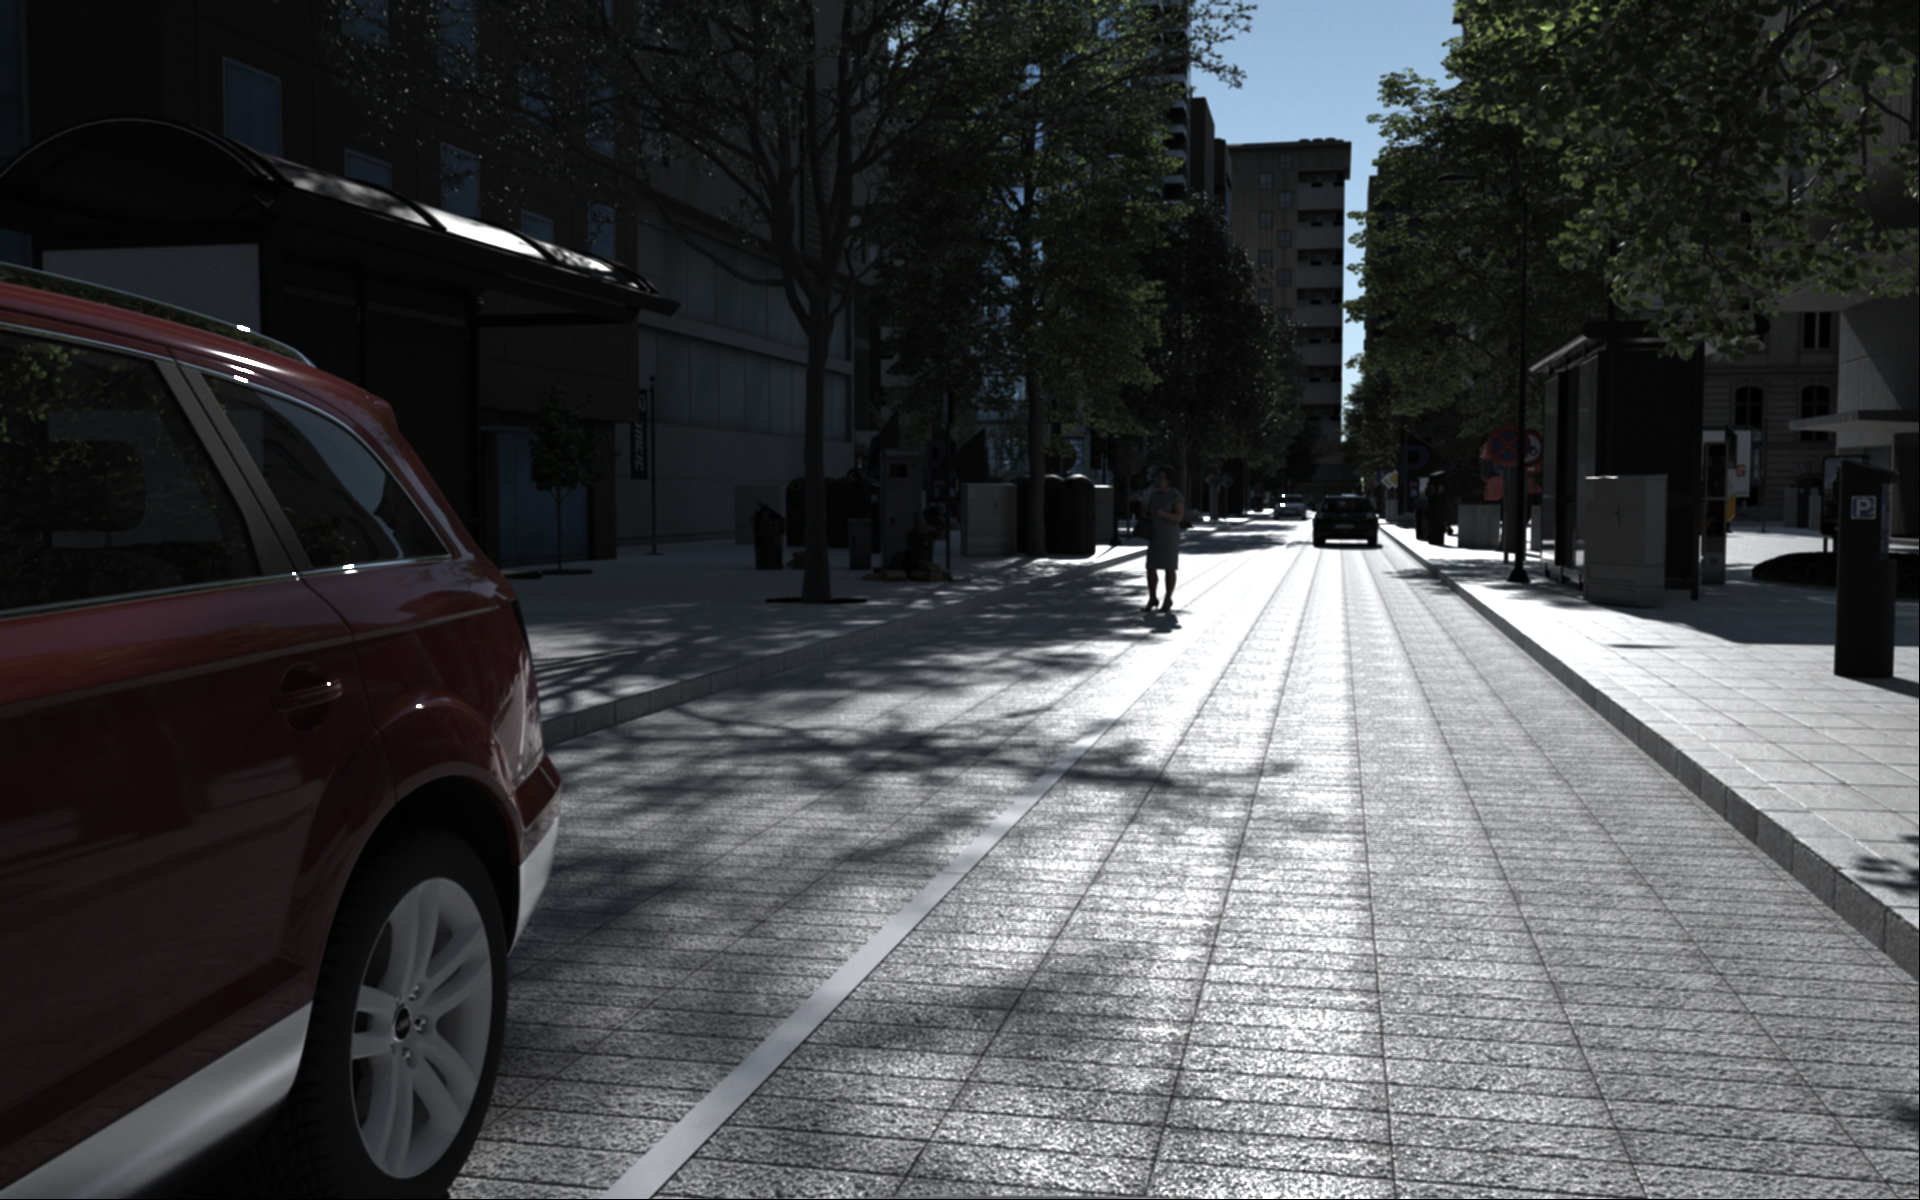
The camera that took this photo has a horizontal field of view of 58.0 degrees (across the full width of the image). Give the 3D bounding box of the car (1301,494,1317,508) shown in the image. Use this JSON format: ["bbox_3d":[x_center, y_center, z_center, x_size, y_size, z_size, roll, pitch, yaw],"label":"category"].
[{"bbox_3d":[36.743,-10.589,183.350,2.015,1.641,3.980,1,4,13],"label":"car"}]

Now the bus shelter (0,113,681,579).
[{"bbox_3d":[-3.894,-1.103,11.957,2.014,3.302,5.546,1,4,12],"label":"bus shelter"}]

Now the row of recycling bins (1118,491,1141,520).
[{"bbox_3d":[7.796,-4.839,86.222,3.534,1.692,1.069,1,4,19],"label":"row of recycling bins"}]

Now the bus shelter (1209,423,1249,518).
[{"bbox_3d":[15.228,-7.350,97.810,2.179,5.291,8.768,1,4,12],"label":"bus shelter"}]

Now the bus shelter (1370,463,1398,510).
[{"bbox_3d":[28.449,-7.446,115.659,2.014,3.302,5.546,1,4,12],"label":"bus shelter"}]

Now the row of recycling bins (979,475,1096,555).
[{"bbox_3d":[1.644,-1.889,37.994,1.069,1.692,3.534,-3,5,-40],"label":"row of recycling bins"}]

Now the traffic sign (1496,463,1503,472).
[{"bbox_3d":[13.781,-2.645,43.349,0.768,2.556,0.104,1,4,20],"label":"traffic sign"}]

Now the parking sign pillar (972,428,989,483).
[{"bbox_3d":[0.555,-5.051,71.062,1.447,3.967,1.447,3,4,36],"label":"parking sign pillar"}]

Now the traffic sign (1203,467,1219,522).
[{"bbox_3d":[11.592,-4.890,80.050,0.768,2.556,0.104,1,4,19],"label":"traffic sign"}]

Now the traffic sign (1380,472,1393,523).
[{"bbox_3d":[19.275,-4.535,77.792,0.795,2.450,0.064,1,4,12],"label":"traffic sign"}]

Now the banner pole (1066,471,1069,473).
[{"bbox_3d":[6.206,-6.720,99.885,0.401,3.779,0.863,0,4,-8],"label":"banner pole"}]

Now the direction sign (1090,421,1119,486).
[{"bbox_3d":[4.494,-3.788,53.925,0.876,3.537,0.379,0,4,-2],"label":"direction sign"}]

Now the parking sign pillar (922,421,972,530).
[{"bbox_3d":[-0.663,-4.480,61.722,1.447,3.967,1.447,-3,4,-37],"label":"parking sign pillar"}]

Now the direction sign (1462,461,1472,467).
[{"bbox_3d":[34.959,-7.804,119.594,0.379,3.537,0.876,-2,4,-33],"label":"direction sign"}]

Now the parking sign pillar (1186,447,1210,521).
[{"bbox_3d":[10.814,-5.710,81.823,1.447,3.967,1.447,-3,5,-43],"label":"parking sign pillar"}]

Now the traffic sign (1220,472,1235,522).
[{"bbox_3d":[12.201,-4.630,79.348,0.795,2.450,0.064,1,4,12],"label":"traffic sign"}]

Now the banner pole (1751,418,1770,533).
[{"bbox_3d":[26.381,-4.105,57.131,0.401,3.779,0.863,-1,4,-17],"label":"banner pole"}]

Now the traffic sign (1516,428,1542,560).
[{"bbox_3d":[10.978,-2.052,33.649,0.768,2.556,0.104,1,4,15],"label":"traffic sign"}]

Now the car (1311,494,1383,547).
[{"bbox_3d":[10.854,-2.377,48.653,2.009,1.686,4.222,1,4,14],"label":"car"}]

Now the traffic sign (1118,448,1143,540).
[{"bbox_3d":[4.679,-2.937,48.121,0.768,2.556,0.104,1,4,13],"label":"traffic sign"}]

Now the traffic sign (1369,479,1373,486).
[{"bbox_3d":[28.761,-7.342,120.145,0.768,2.556,0.104,1,4,21],"label":"traffic sign"}]

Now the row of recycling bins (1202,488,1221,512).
[{"bbox_3d":[17.619,-7.029,122.039,1.069,1.692,3.534,-3,5,-45],"label":"row of recycling bins"}]

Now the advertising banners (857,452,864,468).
[{"bbox_3d":[-4.512,-4.587,71.180,0.090,3.025,2.074,2,4,29],"label":"advertising banners"}]

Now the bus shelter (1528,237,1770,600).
[{"bbox_3d":[9.491,-2.896,24.984,2.179,5.291,8.768,1,4,12],"label":"bus shelter"}]

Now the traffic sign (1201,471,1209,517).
[{"bbox_3d":[13.693,-6.008,98.231,0.884,2.594,0.081,1,4,17],"label":"traffic sign"}]

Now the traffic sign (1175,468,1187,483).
[{"bbox_3d":[10.006,-4.869,79.615,0.884,2.594,0.081,1,4,16],"label":"traffic sign"}]

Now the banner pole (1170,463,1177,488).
[{"bbox_3d":[10.013,-5.530,80.432,0.863,3.779,0.401,1,4,12],"label":"banner pole"}]

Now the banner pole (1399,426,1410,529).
[{"bbox_3d":[16.439,-4.520,63.920,0.401,3.779,0.863,1,4,13],"label":"banner pole"}]

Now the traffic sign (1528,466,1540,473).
[{"bbox_3d":[14.348,-2.707,44.264,0.884,2.594,0.081,1,4,20],"label":"traffic sign"}]

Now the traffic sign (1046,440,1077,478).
[{"bbox_3d":[2.376,-2.494,40.889,0.768,2.556,0.104,1,4,21],"label":"traffic sign"}]

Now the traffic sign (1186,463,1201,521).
[{"bbox_3d":[9.566,-4.404,72.003,0.884,2.594,0.081,1,4,20],"label":"traffic sign"}]

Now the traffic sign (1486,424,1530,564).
[{"bbox_3d":[10.031,-1.935,31.738,0.768,2.556,0.104,1,4,16],"label":"traffic sign"}]

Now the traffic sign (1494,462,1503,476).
[{"bbox_3d":[15.787,-3.052,50.013,0.768,2.556,0.104,1,4,13],"label":"traffic sign"}]

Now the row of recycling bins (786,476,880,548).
[{"bbox_3d":[-3.009,-2.118,41.747,1.069,1.692,3.534,-3,4,-39],"label":"row of recycling bins"}]

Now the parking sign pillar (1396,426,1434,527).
[{"bbox_3d":[17.832,-4.852,67.801,1.447,3.967,1.447,1,4,23],"label":"parking sign pillar"}]

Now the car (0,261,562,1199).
[{"bbox_3d":[-2.293,0.402,2.096,2.281,1.827,5.304,1,4,10],"label":"car"}]

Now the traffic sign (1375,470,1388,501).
[{"bbox_3d":[22.575,-5.651,92.504,0.768,2.556,0.104,1,4,19],"label":"traffic sign"}]

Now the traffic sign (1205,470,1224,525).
[{"bbox_3d":[10.501,-4.153,71.545,0.795,2.450,0.064,1,4,12],"label":"traffic sign"}]

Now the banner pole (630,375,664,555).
[{"bbox_3d":[-6.624,-2.838,36.417,0.401,3.779,0.863,3,5,39],"label":"banner pole"}]

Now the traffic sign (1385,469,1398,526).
[{"bbox_3d":[17.576,-4.058,69.989,0.795,2.450,0.064,1,4,12],"label":"traffic sign"}]

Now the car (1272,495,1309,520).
[{"bbox_3d":[18.282,-5.127,95.829,2.014,1.417,4.499,1,4,12],"label":"car"}]

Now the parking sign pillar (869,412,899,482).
[{"bbox_3d":[-2.461,-4.137,56.116,1.447,3.967,1.447,2,4,26],"label":"parking sign pillar"}]

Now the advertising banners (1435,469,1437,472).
[{"bbox_3d":[33.838,-7.820,124.047,0.090,3.025,2.074,0,4,-1],"label":"advertising banners"}]

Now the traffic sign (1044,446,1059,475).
[{"bbox_3d":[2.419,-2.788,45.690,0.768,2.556,0.104,1,4,18],"label":"traffic sign"}]

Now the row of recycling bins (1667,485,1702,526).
[{"bbox_3d":[23.189,-3.099,57.786,1.069,1.692,3.534,-2,4,-32],"label":"row of recycling bins"}]
